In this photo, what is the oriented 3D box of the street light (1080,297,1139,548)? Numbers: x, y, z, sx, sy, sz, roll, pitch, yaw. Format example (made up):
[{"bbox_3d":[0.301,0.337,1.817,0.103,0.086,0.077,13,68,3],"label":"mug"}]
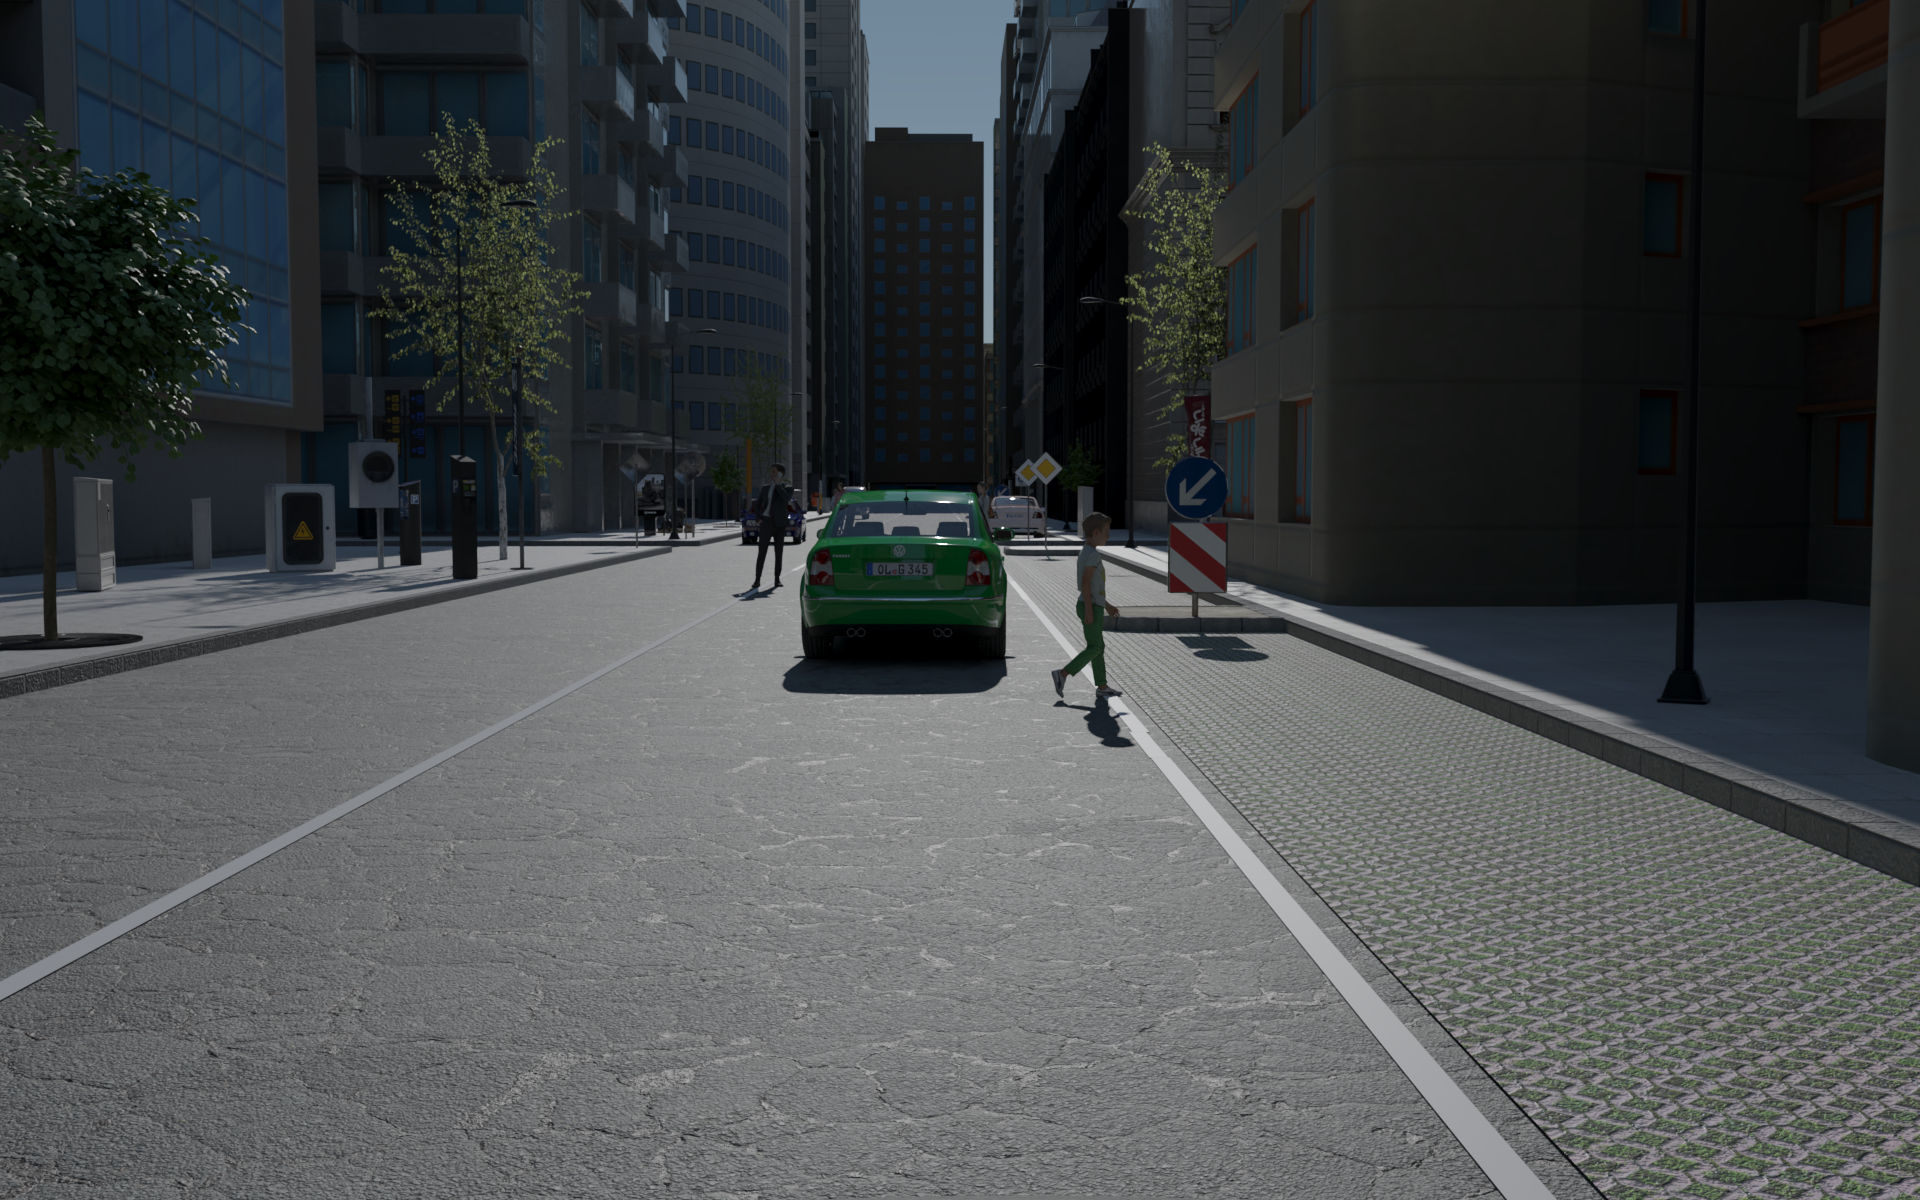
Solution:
[{"bbox_3d":[3.534,-4.192,41.077,1.470,5.913,1.316,0,4,-1],"label":"street light"}]

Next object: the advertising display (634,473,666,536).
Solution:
[{"bbox_3d":[-9.543,-2.941,53.302,0.974,1.923,0.123,0,4,1],"label":"advertising display"}]

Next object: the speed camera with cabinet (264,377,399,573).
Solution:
[{"bbox_3d":[-10.461,-2.111,28.851,2.038,3.252,0.660,-3,4,-36],"label":"speed camera with cabinet"}]

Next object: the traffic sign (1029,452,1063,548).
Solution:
[{"bbox_3d":[2.038,-2.292,41.108,0.795,2.450,0.064,0,4,-1],"label":"traffic sign"}]

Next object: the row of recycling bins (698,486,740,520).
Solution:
[{"bbox_3d":[-12.209,-4.916,87.487,1.069,1.692,3.534,-2,4,-35],"label":"row of recycling bins"}]

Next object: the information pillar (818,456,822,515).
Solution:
[{"bbox_3d":[-8.500,-6.978,105.451,0.183,3.616,0.504,-1,4,-16],"label":"information pillar"}]

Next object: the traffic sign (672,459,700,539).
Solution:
[{"bbox_3d":[-7.754,-2.774,48.994,0.795,2.450,0.064,0,4,-1],"label":"traffic sign"}]

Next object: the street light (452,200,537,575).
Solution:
[{"bbox_3d":[-7.379,-3.361,27.487,1.470,5.913,1.316,0,4,-1],"label":"street light"}]

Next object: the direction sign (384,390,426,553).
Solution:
[{"bbox_3d":[-12.042,-2.793,37.665,0.876,3.537,0.379,0,4,2],"label":"direction sign"}]

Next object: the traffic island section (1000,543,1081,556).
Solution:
[{"bbox_3d":[2.062,-1.156,41.186,2.009,0.180,2.903,0,4,-1],"label":"traffic island section"}]

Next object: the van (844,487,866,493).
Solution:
[{"bbox_3d":[-6.079,-5.618,98.861,2.013,2.044,4.112,0,4,0],"label":"van"}]

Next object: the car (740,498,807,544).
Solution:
[{"bbox_3d":[-5.444,-2.343,50.891,1.945,1.354,3.894,0,4,-2],"label":"car"}]

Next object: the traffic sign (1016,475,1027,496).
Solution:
[{"bbox_3d":[3.220,-5.442,91.114,0.606,2.300,0.079,0,4,4],"label":"traffic sign"}]

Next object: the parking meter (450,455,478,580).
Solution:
[{"bbox_3d":[-7.473,-1.248,26.113,0.255,1.863,0.399,-3,5,-42],"label":"parking meter"}]

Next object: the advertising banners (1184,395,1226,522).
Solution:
[{"bbox_3d":[4.849,-2.085,30.278,2.074,3.025,0.090,2,4,32],"label":"advertising banners"}]

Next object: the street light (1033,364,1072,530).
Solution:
[{"bbox_3d":[3.305,-5.478,62.113,1.470,5.913,1.316,0,4,-1],"label":"street light"}]

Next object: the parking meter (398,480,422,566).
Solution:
[{"bbox_3d":[-9.908,-1.394,31.207,0.372,1.533,0.369,0,3,0],"label":"parking meter"}]

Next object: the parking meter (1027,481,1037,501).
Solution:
[{"bbox_3d":[3.141,-4.292,75.883,0.399,1.863,0.255,1,4,16],"label":"parking meter"}]

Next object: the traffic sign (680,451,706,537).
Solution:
[{"bbox_3d":[-7.889,-3.123,51.167,0.768,2.556,0.104,0,4,6],"label":"traffic sign"}]

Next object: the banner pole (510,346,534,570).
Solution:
[{"bbox_3d":[-7.434,-2.391,29.109,0.401,3.779,0.863,0,4,-3],"label":"banner pole"}]

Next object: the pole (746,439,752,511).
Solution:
[{"bbox_3d":[-7.795,-4.290,63.987,0.158,3.312,0.155,0,3,0],"label":"pole"}]

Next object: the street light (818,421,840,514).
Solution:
[{"bbox_3d":[-8.390,-8.456,110.794,1.470,5.913,1.316,0,4,-1],"label":"street light"}]

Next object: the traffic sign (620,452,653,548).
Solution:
[{"bbox_3d":[-7.656,-2.285,41.009,0.795,2.450,0.064,0,4,-1],"label":"traffic sign"}]

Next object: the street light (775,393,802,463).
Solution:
[{"bbox_3d":[-7.945,-6.552,79.672,1.470,5.913,1.316,0,4,-1],"label":"street light"}]

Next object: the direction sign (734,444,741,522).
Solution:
[{"bbox_3d":[-10.134,-5.321,78.989,0.379,3.537,0.876,0,4,-7],"label":"direction sign"}]

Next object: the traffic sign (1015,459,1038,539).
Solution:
[{"bbox_3d":[1.939,-2.780,49.093,0.795,2.450,0.064,0,4,-1],"label":"traffic sign"}]

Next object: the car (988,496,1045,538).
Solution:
[{"bbox_3d":[1.670,-2.526,53.661,2.083,1.381,4.827,0,4,1],"label":"car"}]

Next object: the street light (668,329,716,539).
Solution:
[{"bbox_3d":[-7.559,-4.672,48.932,1.470,5.913,1.316,0,4,-1],"label":"street light"}]

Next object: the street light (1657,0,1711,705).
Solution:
[{"bbox_3d":[3.933,-2.323,10.529,1.470,5.913,1.316,0,4,-1],"label":"street light"}]

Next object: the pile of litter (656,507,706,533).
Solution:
[{"bbox_3d":[-9.254,-2.648,57.264,1.719,0.858,1.176,0,4,-3],"label":"pile of litter"}]

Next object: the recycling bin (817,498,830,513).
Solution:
[{"bbox_3d":[-9.263,-6.430,117.682,0.722,1.027,0.722,1,4,17],"label":"recycling bin"}]

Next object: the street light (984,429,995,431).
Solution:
[{"bbox_3d":[2.405,-9.239,123.604,1.470,5.913,1.316,0,4,-1],"label":"street light"}]

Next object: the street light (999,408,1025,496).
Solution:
[{"bbox_3d":[2.908,-7.371,93.055,1.470,5.913,1.316,0,4,-1],"label":"street light"}]

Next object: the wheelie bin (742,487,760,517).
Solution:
[{"bbox_3d":[-9.775,-4.484,81.229,0.980,1.594,0.693,-2,4,-30],"label":"wheelie bin"}]

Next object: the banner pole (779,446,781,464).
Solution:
[{"bbox_3d":[-9.190,-6.030,88.605,0.401,3.779,0.863,-1,4,-10],"label":"banner pole"}]

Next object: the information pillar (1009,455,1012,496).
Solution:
[{"bbox_3d":[2.985,-6.815,102.783,0.183,3.616,0.504,1,4,19],"label":"information pillar"}]

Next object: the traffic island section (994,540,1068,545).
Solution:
[{"bbox_3d":[1.963,-1.645,49.170,2.009,0.180,2.903,0,4,-1],"label":"traffic island section"}]

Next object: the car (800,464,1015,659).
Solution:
[{"bbox_3d":[-0.451,-0.467,16.433,1.959,1.807,4.718,0,4,1],"label":"car"}]
